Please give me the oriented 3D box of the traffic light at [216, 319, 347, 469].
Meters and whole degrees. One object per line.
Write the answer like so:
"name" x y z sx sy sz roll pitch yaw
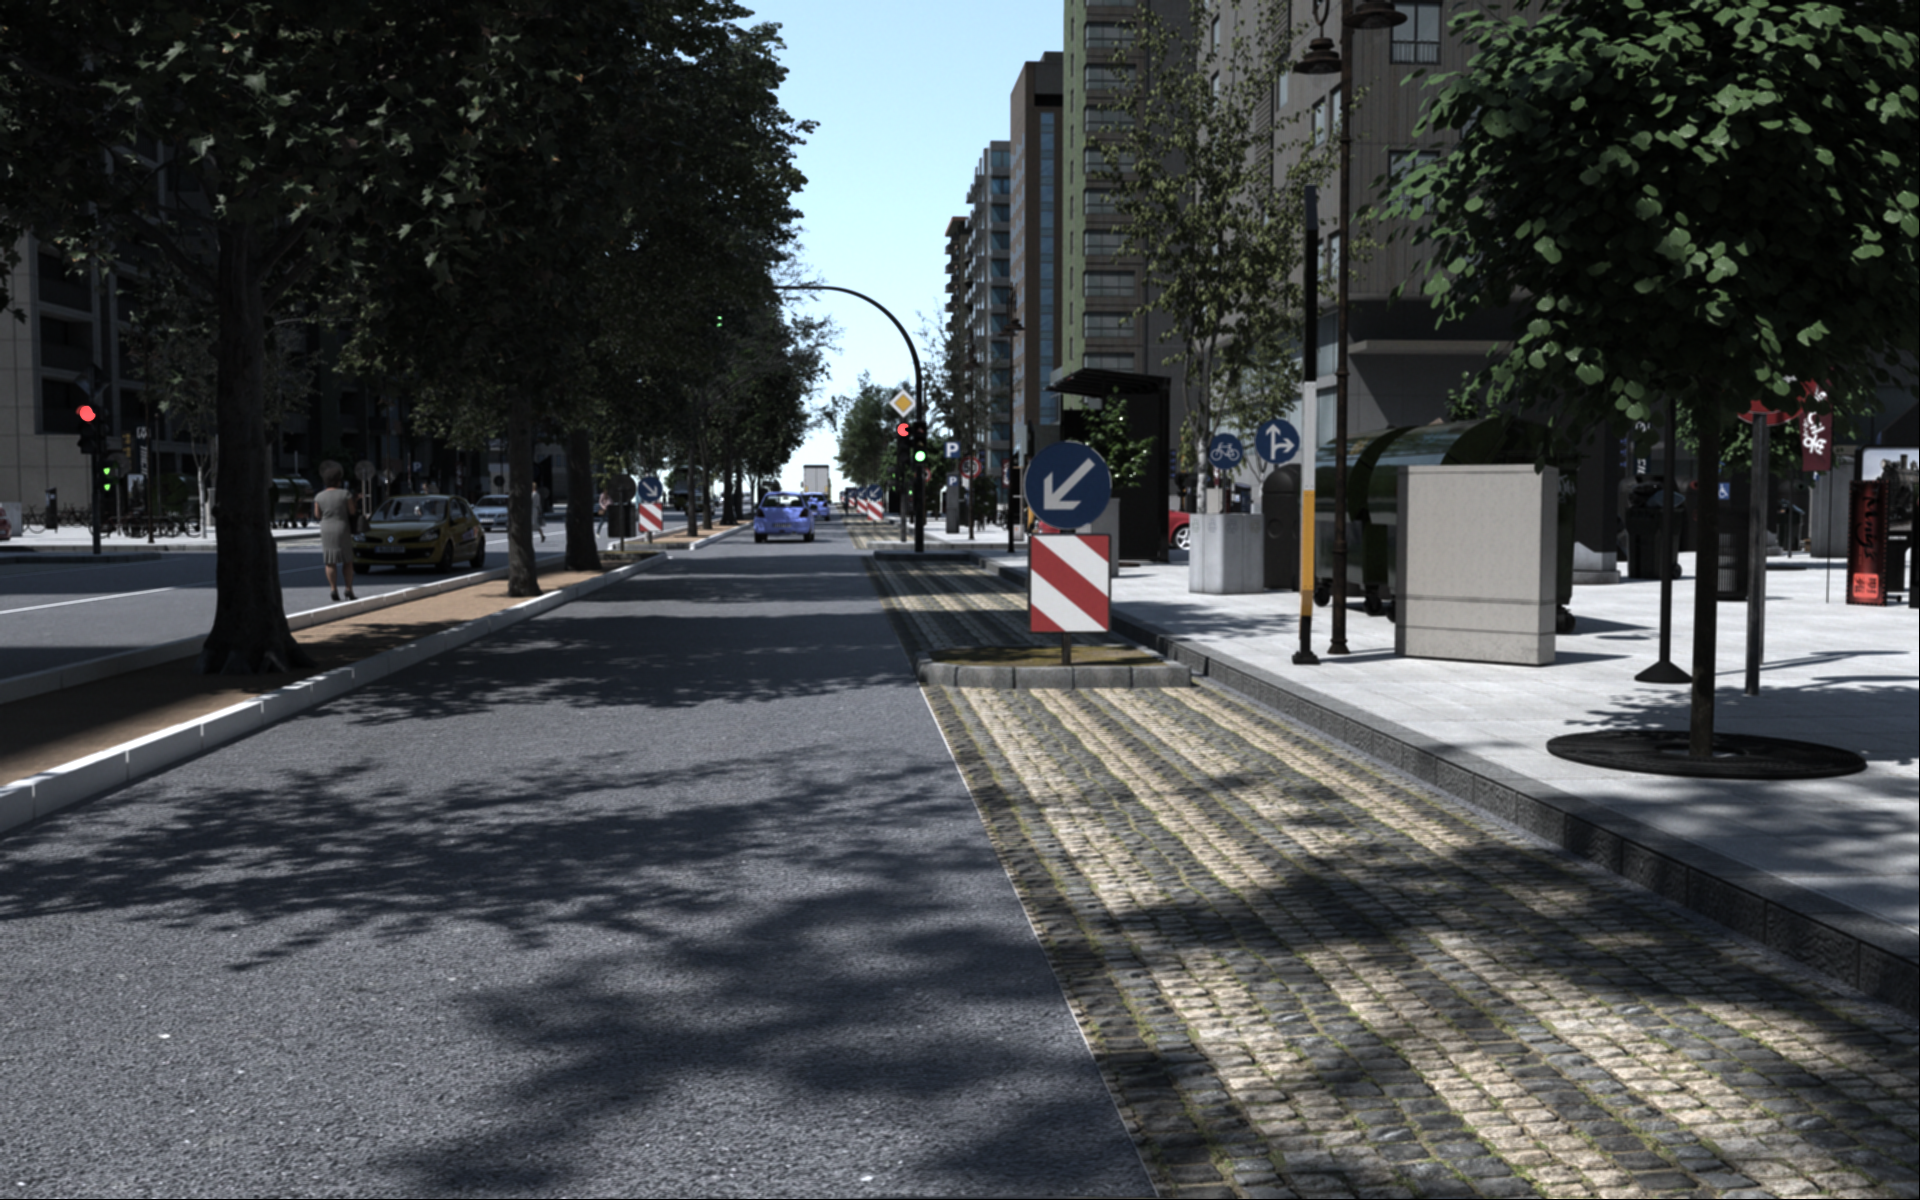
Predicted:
"traffic light" -16.906 -4.300 44.975 4.771 5.953 1.251 0 4 -4

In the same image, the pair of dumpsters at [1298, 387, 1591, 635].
"pair of dumpsters" 4.811 -0.930 17.704 1.574 2.255 4.437 0 4 -4

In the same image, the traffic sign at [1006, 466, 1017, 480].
"traffic sign" 2.477 -4.807 78.702 0.768 2.556 0.104 0 4 4

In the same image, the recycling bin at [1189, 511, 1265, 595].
"recycling bin" 3.446 -0.602 22.394 0.722 1.027 0.722 -2 4 -27

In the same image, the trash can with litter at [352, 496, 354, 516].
"trash can with litter" -31.222 -4.710 88.065 1.678 1.210 2.233 0 4 2

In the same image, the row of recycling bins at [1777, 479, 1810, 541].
"row of recycling bins" 21.660 -2.512 48.176 3.534 1.692 1.069 1 4 16

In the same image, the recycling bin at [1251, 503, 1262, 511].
"recycling bin" 8.189 -2.124 47.279 0.722 1.027 0.722 -1 4 -10

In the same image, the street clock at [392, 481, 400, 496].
"street clock" -32.188 -5.766 98.847 0.471 2.002 0.358 3 5 40

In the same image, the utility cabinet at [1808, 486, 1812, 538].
"utility cabinet" 24.497 -2.525 49.964 1.173 1.500 0.318 0 4 -5

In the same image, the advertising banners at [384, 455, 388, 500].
"advertising banners" -23.777 -4.627 71.841 0.090 3.025 2.074 -1 4 -13

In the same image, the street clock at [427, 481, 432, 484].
"street clock" -29.394 -5.566 95.581 0.358 2.002 0.471 2 4 34

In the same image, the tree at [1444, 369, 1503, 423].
"tree" 7.874 -1.991 27.149 1.663 3.219 1.824 0 3 0

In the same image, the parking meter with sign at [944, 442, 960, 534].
"parking meter with sign" -0.255 -3.705 56.840 0.543 3.016 1.738 0 3 0

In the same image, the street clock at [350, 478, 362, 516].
"street clock" -26.700 -4.406 76.604 0.471 2.002 0.358 1 4 22

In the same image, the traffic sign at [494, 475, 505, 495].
"traffic sign" -31.372 -7.206 117.928 0.768 2.556 0.104 0 4 1

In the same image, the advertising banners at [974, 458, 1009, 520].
"advertising banners" 1.547 -5.415 84.715 2.074 3.025 0.090 -1 4 -9

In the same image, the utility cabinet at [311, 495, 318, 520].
"utility cabinet" -31.728 -4.590 86.208 0.306 1.237 1.020 3 5 43

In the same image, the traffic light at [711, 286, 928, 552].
"traffic light" -3.006 -3.864 37.847 4.771 5.953 1.251 0 4 -4

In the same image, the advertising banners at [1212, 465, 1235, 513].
"advertising banners" 8.120 -3.449 52.584 0.090 3.025 2.074 -1 4 -18

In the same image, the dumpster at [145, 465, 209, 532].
"dumpster" -26.559 -3.435 58.657 1.502 2.255 1.985 0 4 -4

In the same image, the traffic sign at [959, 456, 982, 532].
"traffic sign" 0.340 -3.536 57.913 0.768 2.556 0.104 0 4 0

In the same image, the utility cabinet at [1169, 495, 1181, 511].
"utility cabinet" 10.010 -4.373 82.659 1.020 1.237 0.306 0 4 -3

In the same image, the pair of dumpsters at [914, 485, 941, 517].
"pair of dumpsters" -1.830 -5.824 97.722 1.574 2.255 4.437 0 4 -4

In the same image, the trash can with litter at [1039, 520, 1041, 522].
"trash can with litter" 3.264 -3.394 66.878 0.624 1.170 1.055 1 4 12

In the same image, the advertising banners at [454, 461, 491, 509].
"advertising banners" -26.071 -5.899 92.629 2.074 3.025 0.090 -3 5 -40

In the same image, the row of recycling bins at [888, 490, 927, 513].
"row of recycling bins" -3.529 -6.657 115.953 1.069 1.692 3.534 -3 5 -44

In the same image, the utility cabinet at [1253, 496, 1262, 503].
"utility cabinet" 9.126 -2.549 52.833 0.306 1.237 1.020 1 4 16

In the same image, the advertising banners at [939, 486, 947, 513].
"advertising banners" -0.938 -7.338 116.172 2.074 3.025 0.090 1 4 11

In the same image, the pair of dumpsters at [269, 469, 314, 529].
"pair of dumpsters" -25.622 -3.818 64.914 1.574 2.255 4.437 0 4 -4

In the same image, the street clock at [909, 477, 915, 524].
"street clock" -2.085 -4.315 75.128 0.358 2.002 0.471 0 4 -4

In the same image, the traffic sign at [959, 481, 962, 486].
"traffic sign" 0.133 -6.893 112.703 0.884 2.594 0.081 0 4 4

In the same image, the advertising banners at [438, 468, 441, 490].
"advertising banners" -34.894 -7.273 115.095 0.090 3.025 2.074 -3 5 -40

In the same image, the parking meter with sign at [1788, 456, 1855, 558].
"parking meter with sign" 17.511 -2.350 34.677 1.738 3.016 0.543 0 4 5

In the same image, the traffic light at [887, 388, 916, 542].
"traffic light" -1.524 -3.498 46.107 0.839 4.253 0.868 0 4 -4

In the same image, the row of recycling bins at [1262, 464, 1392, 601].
"row of recycling bins" 4.983 -0.925 22.243 1.069 1.692 3.534 -1 4 -21

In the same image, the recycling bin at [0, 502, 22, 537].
"recycling bin" -28.590 -2.398 51.761 0.722 1.027 0.722 1 4 19

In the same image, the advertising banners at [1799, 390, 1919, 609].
"advertising banners" 10.453 -1.446 19.836 0.090 3.025 2.074 -2 4 -28

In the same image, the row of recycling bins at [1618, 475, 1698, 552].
"row of recycling bins" 15.774 -1.918 38.475 3.534 1.692 1.069 -3 4 -37

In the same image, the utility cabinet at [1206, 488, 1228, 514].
"utility cabinet" 9.946 -3.590 67.377 1.173 1.500 0.318 2 4 34

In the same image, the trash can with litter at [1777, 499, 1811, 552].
"trash can with litter" 18.755 -1.665 38.609 1.055 1.170 0.624 3 5 44

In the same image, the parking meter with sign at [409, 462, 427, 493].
"parking meter with sign" -28.949 -5.921 93.073 0.543 3.016 1.738 -2 4 -31

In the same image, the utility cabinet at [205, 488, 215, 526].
"utility cabinet" -29.207 -3.652 68.390 0.318 1.500 1.173 2 4 30

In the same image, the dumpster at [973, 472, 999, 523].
"dumpster" 0.884 -4.464 75.484 1.502 2.255 1.985 0 4 -4

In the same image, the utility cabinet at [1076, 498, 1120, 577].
"utility cabinet" 2.100 -0.940 26.533 0.306 1.237 1.020 2 4 29

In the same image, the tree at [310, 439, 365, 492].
"tree" -36.666 -7.271 102.590 4.285 4.588 4.351 0 3 0

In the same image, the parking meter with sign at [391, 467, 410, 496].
"parking meter with sign" -35.229 -6.970 110.224 1.738 3.016 0.543 -1 4 -14

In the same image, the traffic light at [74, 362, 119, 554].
"traffic light" -18.387 -2.930 36.822 0.839 4.253 0.868 0 4 -4

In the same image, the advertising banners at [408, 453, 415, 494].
"advertising banners" -23.609 -4.793 74.551 0.090 3.025 2.074 -1 4 -12

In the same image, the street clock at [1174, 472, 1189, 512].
"street clock" 7.406 -3.257 57.827 0.471 2.002 0.358 -2 4 -32

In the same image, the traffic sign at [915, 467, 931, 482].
"traffic sign" -1.713 -4.893 80.099 0.768 2.556 0.104 0 4 -1

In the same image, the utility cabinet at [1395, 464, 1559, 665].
"utility cabinet" 3.949 -0.281 13.270 1.173 1.500 0.318 3 5 42

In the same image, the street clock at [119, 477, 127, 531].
"street clock" -29.062 -3.405 60.241 0.471 2.002 0.358 -2 4 -34
